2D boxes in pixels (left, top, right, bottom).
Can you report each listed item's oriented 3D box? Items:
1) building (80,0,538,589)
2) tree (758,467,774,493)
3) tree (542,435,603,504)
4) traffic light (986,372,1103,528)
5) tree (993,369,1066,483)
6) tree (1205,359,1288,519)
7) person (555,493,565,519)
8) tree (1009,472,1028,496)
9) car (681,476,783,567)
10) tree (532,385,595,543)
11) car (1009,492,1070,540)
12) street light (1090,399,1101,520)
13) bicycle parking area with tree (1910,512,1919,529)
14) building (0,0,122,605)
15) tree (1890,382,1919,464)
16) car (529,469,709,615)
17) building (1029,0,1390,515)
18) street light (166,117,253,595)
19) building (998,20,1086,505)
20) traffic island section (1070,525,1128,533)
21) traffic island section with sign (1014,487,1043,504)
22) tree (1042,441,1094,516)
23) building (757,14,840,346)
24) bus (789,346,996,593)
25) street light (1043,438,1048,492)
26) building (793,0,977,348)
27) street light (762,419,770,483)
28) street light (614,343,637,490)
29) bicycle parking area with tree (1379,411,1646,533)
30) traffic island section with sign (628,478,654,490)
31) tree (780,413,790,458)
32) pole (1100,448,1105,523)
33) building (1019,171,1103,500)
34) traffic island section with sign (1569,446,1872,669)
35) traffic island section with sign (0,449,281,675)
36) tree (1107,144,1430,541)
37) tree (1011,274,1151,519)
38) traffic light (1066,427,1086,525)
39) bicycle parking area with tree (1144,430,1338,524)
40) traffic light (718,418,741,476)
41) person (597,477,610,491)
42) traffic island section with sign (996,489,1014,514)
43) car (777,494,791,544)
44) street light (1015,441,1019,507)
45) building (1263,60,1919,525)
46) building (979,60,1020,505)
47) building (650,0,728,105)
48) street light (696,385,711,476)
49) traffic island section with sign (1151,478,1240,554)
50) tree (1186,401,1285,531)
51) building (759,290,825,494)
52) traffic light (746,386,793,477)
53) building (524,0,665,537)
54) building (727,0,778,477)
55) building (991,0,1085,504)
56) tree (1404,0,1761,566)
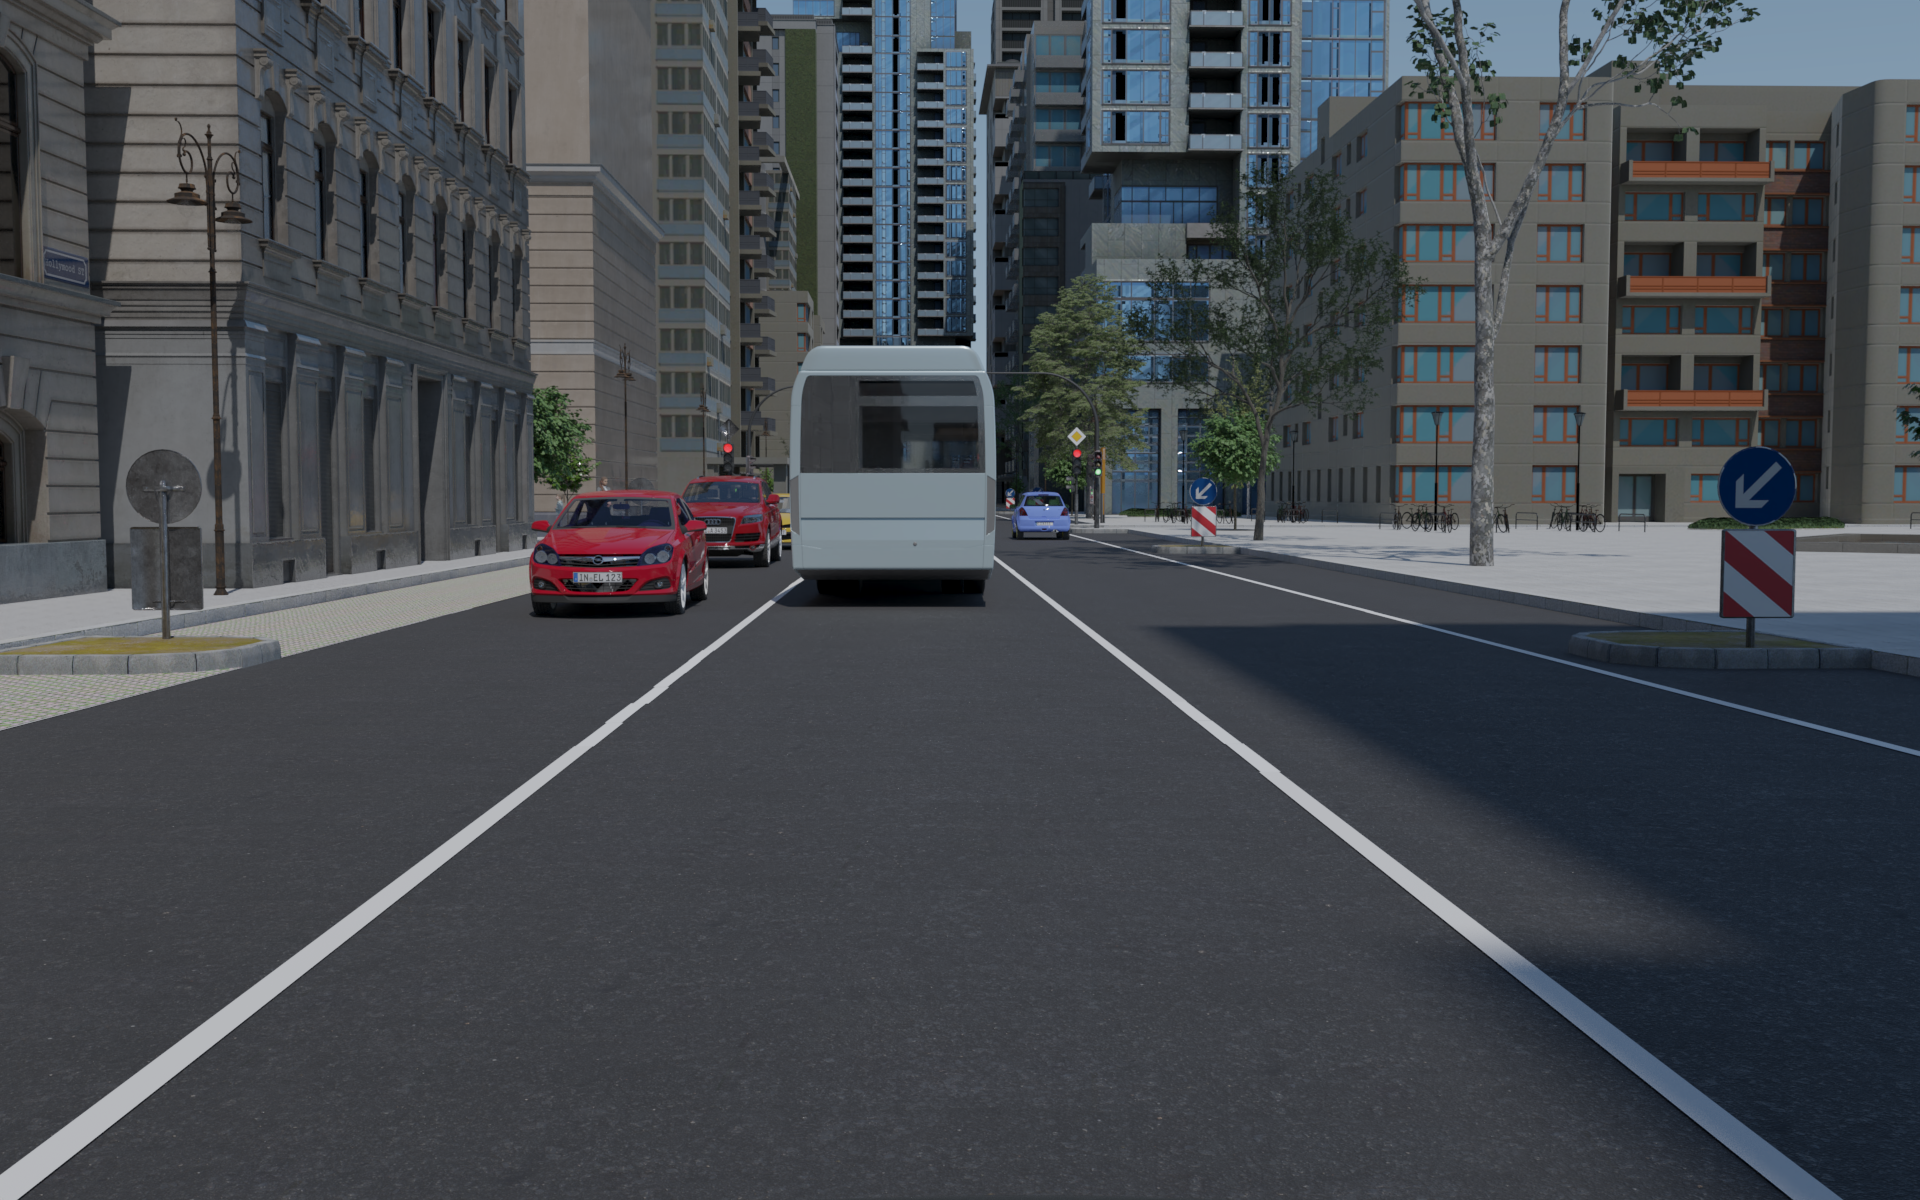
[{"bbox_3d":[-14.508,-11.160,31.615,9.793,20.994,18.267,0,4,-2],"label":"building"},{"bbox_3d":[-12.113,-7.013,109.263,1.663,3.219,1.824,0,3,0],"label":"tree"},{"bbox_3d":[-11.012,-3.286,48.327,1.663,3.219,1.824,0,3,0],"label":"tree"},{"bbox_3d":[3.002,-5.496,64.530,4.771,5.953,1.251,0,4,-2],"label":"traffic light"},{"bbox_3d":[5.663,-13.151,140.779,9.928,11.665,9.643,0,3,0],"label":"tree"},{"bbox_3d":[14.796,-8.547,90.112,4.737,8.622,4.395,0,3,0],"label":"tree"},{"bbox_3d":[-11.538,-2.412,49.765,0.394,1.301,0.425,-1,4,-18],"label":"person"},{"bbox_3d":[5.132,-9.496,149.858,1.663,3.219,1.824,0,3,0],"label":"tree"},{"bbox_3d":[-4.791,-1.643,35.539,2.281,1.827,5.304,0,4,-2],"label":"car"},{"bbox_3d":[-11.072,-3.705,44.291,4.285,4.588,4.351,0,3,0],"label":"tree"},{"bbox_3d":[2.560,-2.803,55.414,1.945,1.707,3.694,0,4,-2],"label":"car"},{"bbox_3d":[6.583,-6.834,84.523,0.468,5.910,1.993,0,4,-2],"label":"street light"},{"bbox_3d":[38.512,-4.511,60.761,8.231,4.147,9.016,1,4,14],"label":"bicycle parking area with tree"},{"bbox_3d":[-15.890,-11.369,4.962,14.460,24.649,34.723,0,4,-2],"label":"building"},{"bbox_3d":[9.297,-1.287,15.644,1.663,3.219,1.824,0,3,0],"label":"tree"},{"bbox_3d":[-4.238,-0.788,21.917,2.155,1.783,4.494,0,4,-3],"label":"car"},{"bbox_3d":[17.017,-49.312,118.928,22.319,86.520,31.000,0,4,-2],"label":"building"},{"bbox_3d":[-9.381,-2.998,21.807,0.468,5.910,1.993,0,4,-2],"label":"street light"},{"bbox_3d":[16.253,-34.270,179.924,23.786,49.044,30.456,0,4,-2],"label":"building"},{"bbox_3d":[5.131,-2.603,64.843,2.009,0.180,2.903,0,4,-2],"label":"traffic island section"},{"bbox_3d":[4.230,-5.453,97.778,1.989,1.847,2.006,0,4,-2],"label":"traffic island section with sign"},{"bbox_3d":[6.615,-7.183,101.159,4.285,4.588,4.351,0,3,0],"label":"tree"},{"bbox_3d":[-29.003,-40.988,212.145,28.212,58.520,21.231,0,4,-2],"label":"building"},{"bbox_3d":[-0.863,-2.034,28.123,2.948,3.499,13.247,0,4,0],"label":"bus"},{"bbox_3d":[5.730,-8.763,116.064,0.468,5.910,1.993,0,4,-2],"label":"street light"},{"bbox_3d":[-10.929,-56.706,239.815,31.000,86.520,22.319,0,4,-2],"label":"building"},{"bbox_3d":[-11.710,-8.065,104.655,0.468,5.910,1.993,0,4,-2],"label":"street light"},{"bbox_3d":[-10.253,-4.917,53.174,0.468,5.910,1.993,0,4,-2],"label":"street light"},{"bbox_3d":[19.158,-4.506,60.672,8.231,4.147,9.016,0,4,7],"label":"bicycle parking area with tree"},{"bbox_3d":[-7.655,-2.012,41.523,1.989,1.847,2.006,0,4,-2],"label":"traffic island section with sign"},{"bbox_3d":[-12.977,-11.886,144.698,4.360,8.622,3.978,0,3,0],"label":"tree"},{"bbox_3d":[6.272,-5.031,76.104,0.158,3.312,0.155,0,3,0],"label":"pole"},{"bbox_3d":[12.278,-23.598,157.521,14.160,30.474,14.107,0,4,-2],"label":"building"},{"bbox_3d":[6.491,-0.399,15.159,1.989,1.847,2.006,0,4,-2],"label":"traffic island section with sign"},{"bbox_3d":[-6.904,-0.364,14.579,1.989,1.847,2.006,0,4,-2],"label":"traffic island section with sign"},{"bbox_3d":[8.175,-6.895,47.144,8.767,10.594,7.601,0,4,6],"label":"tree"},{"bbox_3d":[6.357,-10.500,89.796,7.486,12.596,7.792,0,3,0],"label":"tree"},{"bbox_3d":[4.871,-5.125,72.710,0.839,4.253,0.868,0,4,-2],"label":"traffic light"},{"bbox_3d":[12.567,-5.578,78.198,8.231,4.147,9.016,0,4,3],"label":"bicycle parking area with tree"},{"bbox_3d":[-8.565,-4.613,64.339,0.839,4.253,0.868,0,4,-2],"label":"traffic light"},{"bbox_3d":[-10.317,-2.723,50.838,0.573,1.790,0.520,2,4,26],"label":"person"},{"bbox_3d":[3.480,-7.111,124.885,1.989,1.847,2.006,0,4,-2],"label":"traffic island section with sign"},{"bbox_3d":[-4.747,-2.184,45.935,2.015,1.641,3.980,0,4,-2],"label":"car"},{"bbox_3d":[4.807,-10.681,147.425,0.468,5.910,1.993,0,4,-2],"label":"street light"},{"bbox_3d":[32.305,-14.743,86.087,28.899,21.520,27.650,0,4,-2],"label":"building"},{"bbox_3d":[17.106,-37.929,209.376,28.713,52.752,27.495,0,4,-2],"label":"building"},{"bbox_3d":[-24.351,-24.060,85.255,32.217,40.220,23.993,0,4,-2],"label":"building"},{"bbox_3d":[-10.892,-6.169,73.653,0.468,5.910,1.993,0,4,-2],"label":"street light"},{"bbox_3d":[5.748,-2.077,42.580,1.989,1.847,2.006,0,4,-2],"label":"traffic island section with sign"},{"bbox_3d":[9.686,-4.730,61.056,4.285,4.588,4.351,0,3,0],"label":"tree"},{"bbox_3d":[-27.145,-19.362,161.605,27.650,21.520,28.899,0,4,-2],"label":"building"},{"bbox_3d":[-6.696,-5.978,72.413,4.771,5.953,1.251,0,4,-2],"label":"traffic light"},{"bbox_3d":[-20.666,-16.579,56.970,20.117,28.700,13.634,0,4,-2],"label":"building"},{"bbox_3d":[-24.788,-28.684,123.605,22.147,44.769,28.867,0,4,-2],"label":"building"},{"bbox_3d":[14.863,-49.104,241.100,20.611,71.187,20.563,0,4,-2],"label":"building"},{"bbox_3d":[9.881,-10.586,28.972,12.611,20.169,13.585,0,3,0],"label":"tree"}]
